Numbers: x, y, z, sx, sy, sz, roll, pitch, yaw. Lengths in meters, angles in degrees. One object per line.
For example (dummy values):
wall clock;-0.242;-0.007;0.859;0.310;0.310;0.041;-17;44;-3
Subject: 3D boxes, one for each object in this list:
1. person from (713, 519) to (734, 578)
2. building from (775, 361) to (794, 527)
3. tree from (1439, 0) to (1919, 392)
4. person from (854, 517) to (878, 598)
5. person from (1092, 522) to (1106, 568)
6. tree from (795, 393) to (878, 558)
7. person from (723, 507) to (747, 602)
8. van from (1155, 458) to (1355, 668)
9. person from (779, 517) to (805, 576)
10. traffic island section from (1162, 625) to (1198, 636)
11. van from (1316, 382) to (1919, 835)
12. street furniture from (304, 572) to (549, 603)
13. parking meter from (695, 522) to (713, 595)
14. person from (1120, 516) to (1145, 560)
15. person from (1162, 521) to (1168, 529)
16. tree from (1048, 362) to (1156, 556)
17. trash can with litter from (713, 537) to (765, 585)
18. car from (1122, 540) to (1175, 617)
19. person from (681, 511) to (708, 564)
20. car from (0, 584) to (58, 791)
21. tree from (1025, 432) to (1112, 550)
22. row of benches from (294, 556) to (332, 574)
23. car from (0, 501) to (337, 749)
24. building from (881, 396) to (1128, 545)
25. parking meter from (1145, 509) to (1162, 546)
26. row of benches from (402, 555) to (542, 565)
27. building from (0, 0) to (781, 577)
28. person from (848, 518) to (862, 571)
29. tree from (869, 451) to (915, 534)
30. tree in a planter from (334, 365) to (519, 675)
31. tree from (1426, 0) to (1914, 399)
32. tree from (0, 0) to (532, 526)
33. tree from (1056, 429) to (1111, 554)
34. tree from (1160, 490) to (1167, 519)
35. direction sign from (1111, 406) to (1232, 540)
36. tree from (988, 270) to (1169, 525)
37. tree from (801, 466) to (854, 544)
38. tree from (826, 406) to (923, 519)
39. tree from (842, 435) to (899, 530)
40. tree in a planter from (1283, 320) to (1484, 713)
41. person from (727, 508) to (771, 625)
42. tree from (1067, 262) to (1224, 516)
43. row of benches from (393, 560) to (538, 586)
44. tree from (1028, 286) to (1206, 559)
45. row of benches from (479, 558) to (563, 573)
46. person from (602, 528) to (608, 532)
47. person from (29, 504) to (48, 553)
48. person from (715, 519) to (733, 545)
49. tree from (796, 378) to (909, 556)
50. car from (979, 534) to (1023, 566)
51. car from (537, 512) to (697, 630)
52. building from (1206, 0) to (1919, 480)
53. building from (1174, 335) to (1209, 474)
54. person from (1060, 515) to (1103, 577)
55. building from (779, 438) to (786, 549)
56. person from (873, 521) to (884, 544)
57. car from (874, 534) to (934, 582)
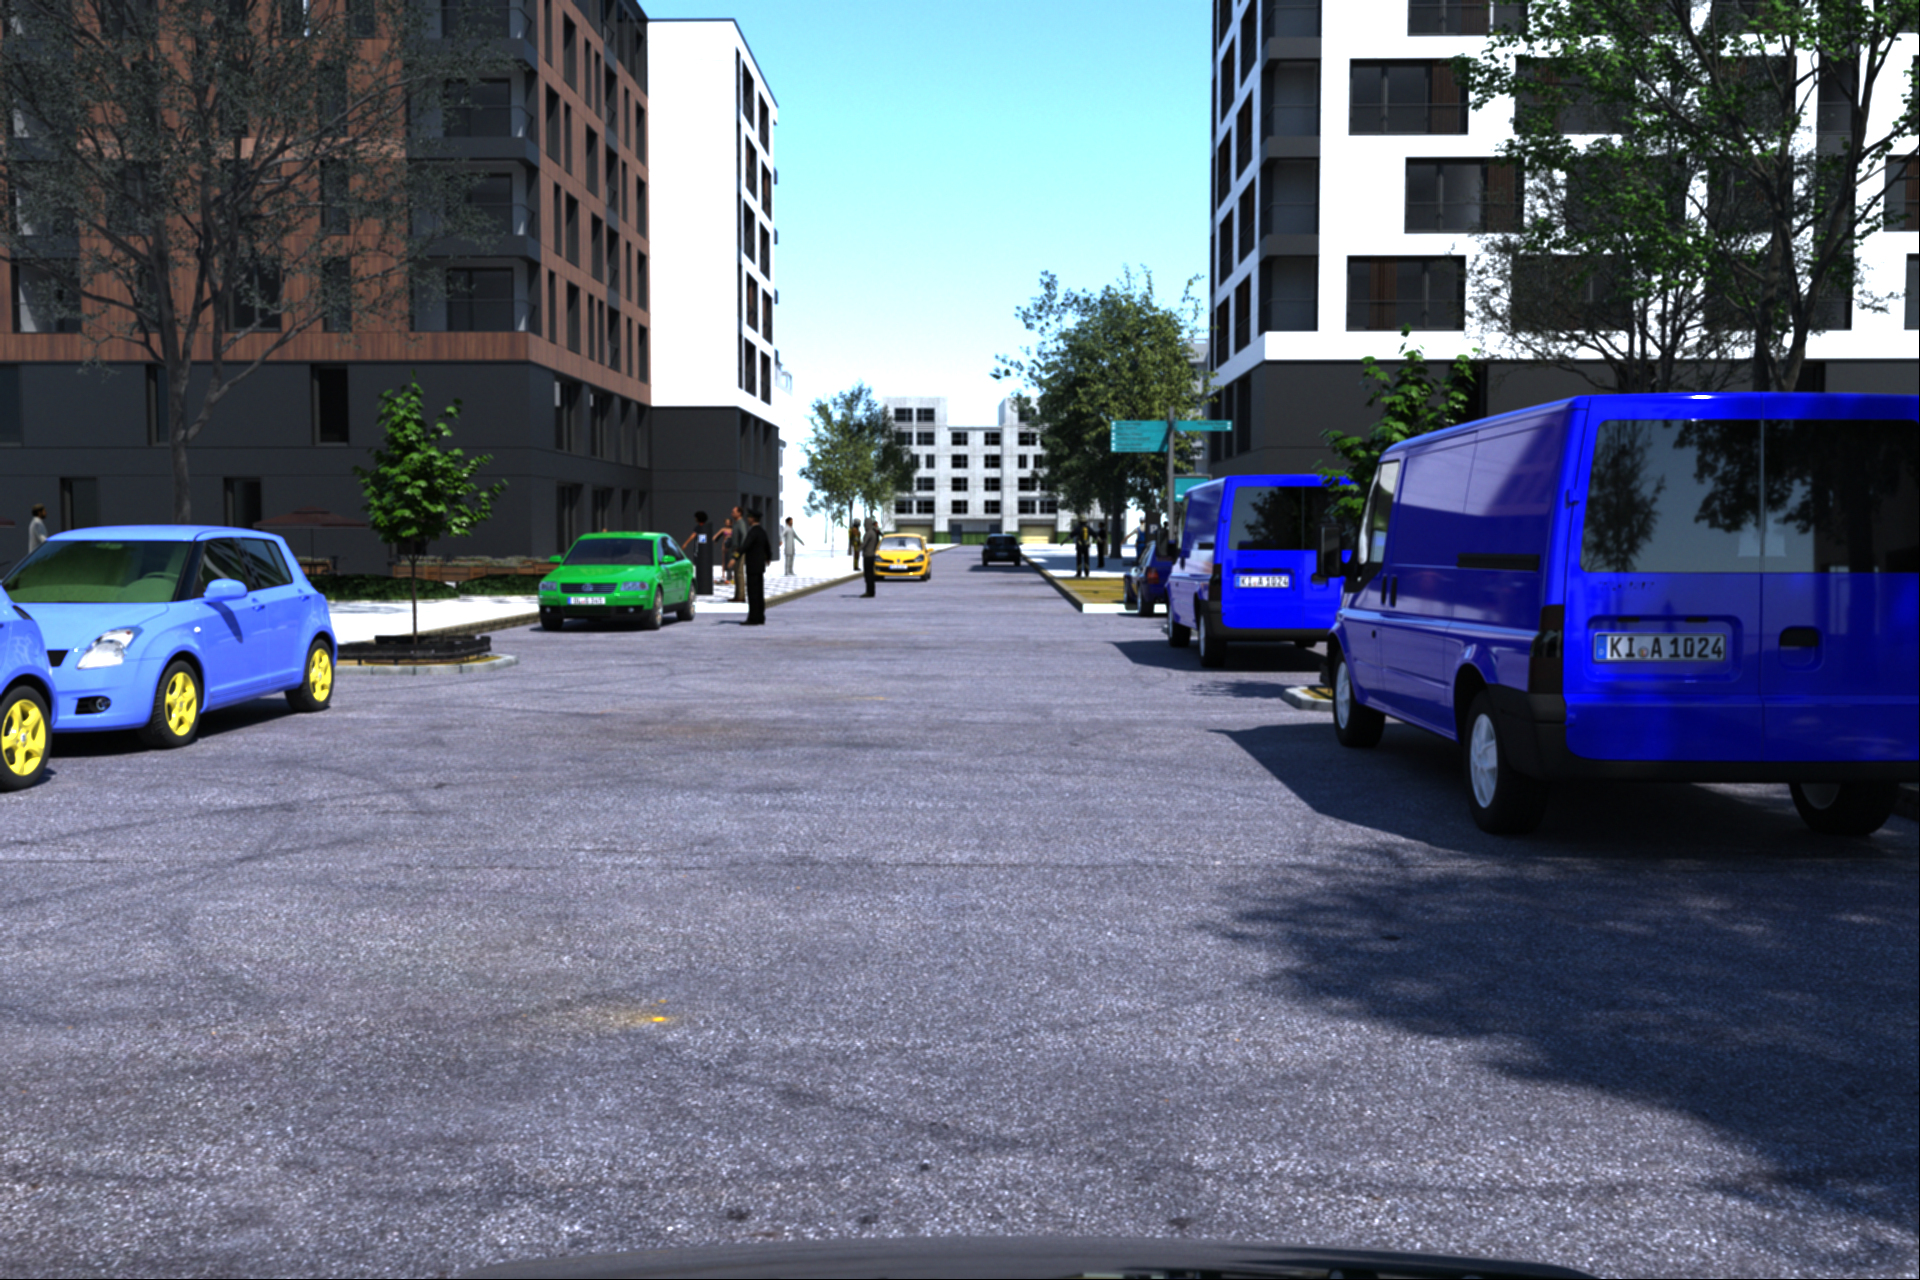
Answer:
person;-6.699;-2.651;50.147;1.217;1.733;0.721;-2;4;-32
building;-24.661;-20.398;189.923;16.016;20.090;11.380;0;4;1
tree;9.761;-5.794;20.491;9.928;11.665;9.643;0;3;0
person;-2.091;-1.871;39.184;0.705;1.813;1.348;1;4;15
person;5.238;-3.585;65.337;0.721;1.740;1.216;-1;4;-16
tree;-6.470;-8.620;91.301;4.737;8.622;4.395;0;3;0
person;-4.194;-1.610;32.591;0.705;1.796;1.348;-1;4;-21
van;3.555;-0.969;20.233;2.240;2.365;5.245;0;4;0
person;-5.199;-2.870;53.111;0.705;1.806;1.347;2;4;26
traffic island section;3.964;-0.138;25.117;1.991;0.108;1.994;0;4;0
van;3.462;-0.338;9.906;2.240;2.365;5.245;0;4;1
street furniture;-13.091;-1.201;35.265;10.072;0.657;5.734;0;4;2
parking meter;-5.368;-1.707;36.321;0.372;1.533;0.369;0;3;0
person;5.601;-2.902;53.310;1.347;1.847;0.705;0;4;0
person;8.291;-3.885;69.658;0.704;1.812;1.346;-2;4;-24
tree;8.739;-10.760;101.675;9.928;11.665;9.643;0;3;0
trash can with litter;-5.740;-2.033;44.290;1.678;1.210;2.233;0;4;0
car;3.946;-1.143;31.275;1.945;1.354;3.894;0;3;0
person;-6.196;-2.143;41.185;0.704;1.843;1.345;1;4;21
car;-6.089;0.072;8.412;1.945;1.707;3.694;0;4;1
tree;9.263;-12.415;137.396;8.767;10.594;7.601;0;4;6
row of benches;-19.320;-1.940;47.181;4.104;0.672;1.422;-1;4;-15
car;-6.012;-0.190;12.702;1.945;1.707;3.694;0;4;1
building;5.464;-22.046;229.364;31.486;18.905;16.747;0;4;-2
parking meter;4.519;-2.124;40.443;0.399;1.863;0.255;0;4;0
row of benches;-14.021;-2.091;49.655;4.104;0.672;1.422;0;3;0
building;-22.906;-13.650;67.149;27.936;21.610;32.646;0;4;1
person;-3.585;-3.348;60.516;0.705;1.858;1.354;0;4;-1
tree;-6.199;-11.283;134.841;4.360;8.622;3.978;0;3;0
tree in a planter;-5.853;-1.301;18.498;1.991;3.239;1.994;0;4;1
tree;15.315;-7.832;38.421;12.009;13.543;11.850;0;3;0
tree;-11.049;-6.981;24.508;12.009;13.543;11.850;0;3;0
tree;8.566;-9.882;111.927;4.360;8.622;3.978;0;3;0
tree;30.519;-19.544;226.193;9.857;13.997;8.962;0;3;0
direction sign;4.404;-2.876;35.788;2.525;3.948;1.411;0;4;2
tree;8.390;-16.405;124.117;12.611;20.169;13.585;0;3;0
tree;-17.470;-18.023;229.090;7.601;10.594;8.767;0;4;-5
tree;-6.101;-11.560;123.422;8.767;10.594;7.601;3;4;37
tree;-6.023;-10.133;116.029;4.737;8.622;4.395;0;3;0
tree in a planter;3.782;-1.057;14.511;1.991;3.239;1.994;0;4;1
person;-3.259;-1.157;27.303;0.705;1.837;1.347;1;4;20
tree;5.193;-5.874;46.400;4.737;8.622;4.395;0;3;0
row of benches;-11.567;-1.512;40.184;4.104;0.672;1.422;2;4;29
tree;8.251;-11.254;90.666;9.857;13.997;8.962;0;3;0
row of benches;-10.490;-1.769;44.392;4.104;0.672;1.422;1;4;13
person;-9.520;-2.269;46.370;0.991;1.433;0.599;0;4;0
person;-16.507;-1.532;31.133;0.704;1.819;1.344;-3;4;-36
person;-7.998;-3.312;60.376;1.346;1.802;0.704;1;4;22
tree;-6.247;-10.294;102.717;7.601;10.594;8.767;-3;5;-40
car;1.867;-4.202;78.490;2.009;1.686;4.222;0;4;1
car;-5.326;-1.129;27.252;1.959;1.807;4.718;0;4;1
building;23.258;-13.616;66.592;27.936;21.610;32.646;0;4;1
building;24.930;-18.789;163.615;16.016;20.090;11.380;0;4;1
person;3.682;-2.827;52.001;1.354;1.856;0.705;-1;4;-13
building;-20.209;-13.116;156.599;9.099;9.664;28.070;0;4;2
person;-3.381;-3.905;70.031;0.705;1.806;1.347;3;5;41
car;-1.796;-2.644;53.459;2.015;1.641;3.980;0;4;1
